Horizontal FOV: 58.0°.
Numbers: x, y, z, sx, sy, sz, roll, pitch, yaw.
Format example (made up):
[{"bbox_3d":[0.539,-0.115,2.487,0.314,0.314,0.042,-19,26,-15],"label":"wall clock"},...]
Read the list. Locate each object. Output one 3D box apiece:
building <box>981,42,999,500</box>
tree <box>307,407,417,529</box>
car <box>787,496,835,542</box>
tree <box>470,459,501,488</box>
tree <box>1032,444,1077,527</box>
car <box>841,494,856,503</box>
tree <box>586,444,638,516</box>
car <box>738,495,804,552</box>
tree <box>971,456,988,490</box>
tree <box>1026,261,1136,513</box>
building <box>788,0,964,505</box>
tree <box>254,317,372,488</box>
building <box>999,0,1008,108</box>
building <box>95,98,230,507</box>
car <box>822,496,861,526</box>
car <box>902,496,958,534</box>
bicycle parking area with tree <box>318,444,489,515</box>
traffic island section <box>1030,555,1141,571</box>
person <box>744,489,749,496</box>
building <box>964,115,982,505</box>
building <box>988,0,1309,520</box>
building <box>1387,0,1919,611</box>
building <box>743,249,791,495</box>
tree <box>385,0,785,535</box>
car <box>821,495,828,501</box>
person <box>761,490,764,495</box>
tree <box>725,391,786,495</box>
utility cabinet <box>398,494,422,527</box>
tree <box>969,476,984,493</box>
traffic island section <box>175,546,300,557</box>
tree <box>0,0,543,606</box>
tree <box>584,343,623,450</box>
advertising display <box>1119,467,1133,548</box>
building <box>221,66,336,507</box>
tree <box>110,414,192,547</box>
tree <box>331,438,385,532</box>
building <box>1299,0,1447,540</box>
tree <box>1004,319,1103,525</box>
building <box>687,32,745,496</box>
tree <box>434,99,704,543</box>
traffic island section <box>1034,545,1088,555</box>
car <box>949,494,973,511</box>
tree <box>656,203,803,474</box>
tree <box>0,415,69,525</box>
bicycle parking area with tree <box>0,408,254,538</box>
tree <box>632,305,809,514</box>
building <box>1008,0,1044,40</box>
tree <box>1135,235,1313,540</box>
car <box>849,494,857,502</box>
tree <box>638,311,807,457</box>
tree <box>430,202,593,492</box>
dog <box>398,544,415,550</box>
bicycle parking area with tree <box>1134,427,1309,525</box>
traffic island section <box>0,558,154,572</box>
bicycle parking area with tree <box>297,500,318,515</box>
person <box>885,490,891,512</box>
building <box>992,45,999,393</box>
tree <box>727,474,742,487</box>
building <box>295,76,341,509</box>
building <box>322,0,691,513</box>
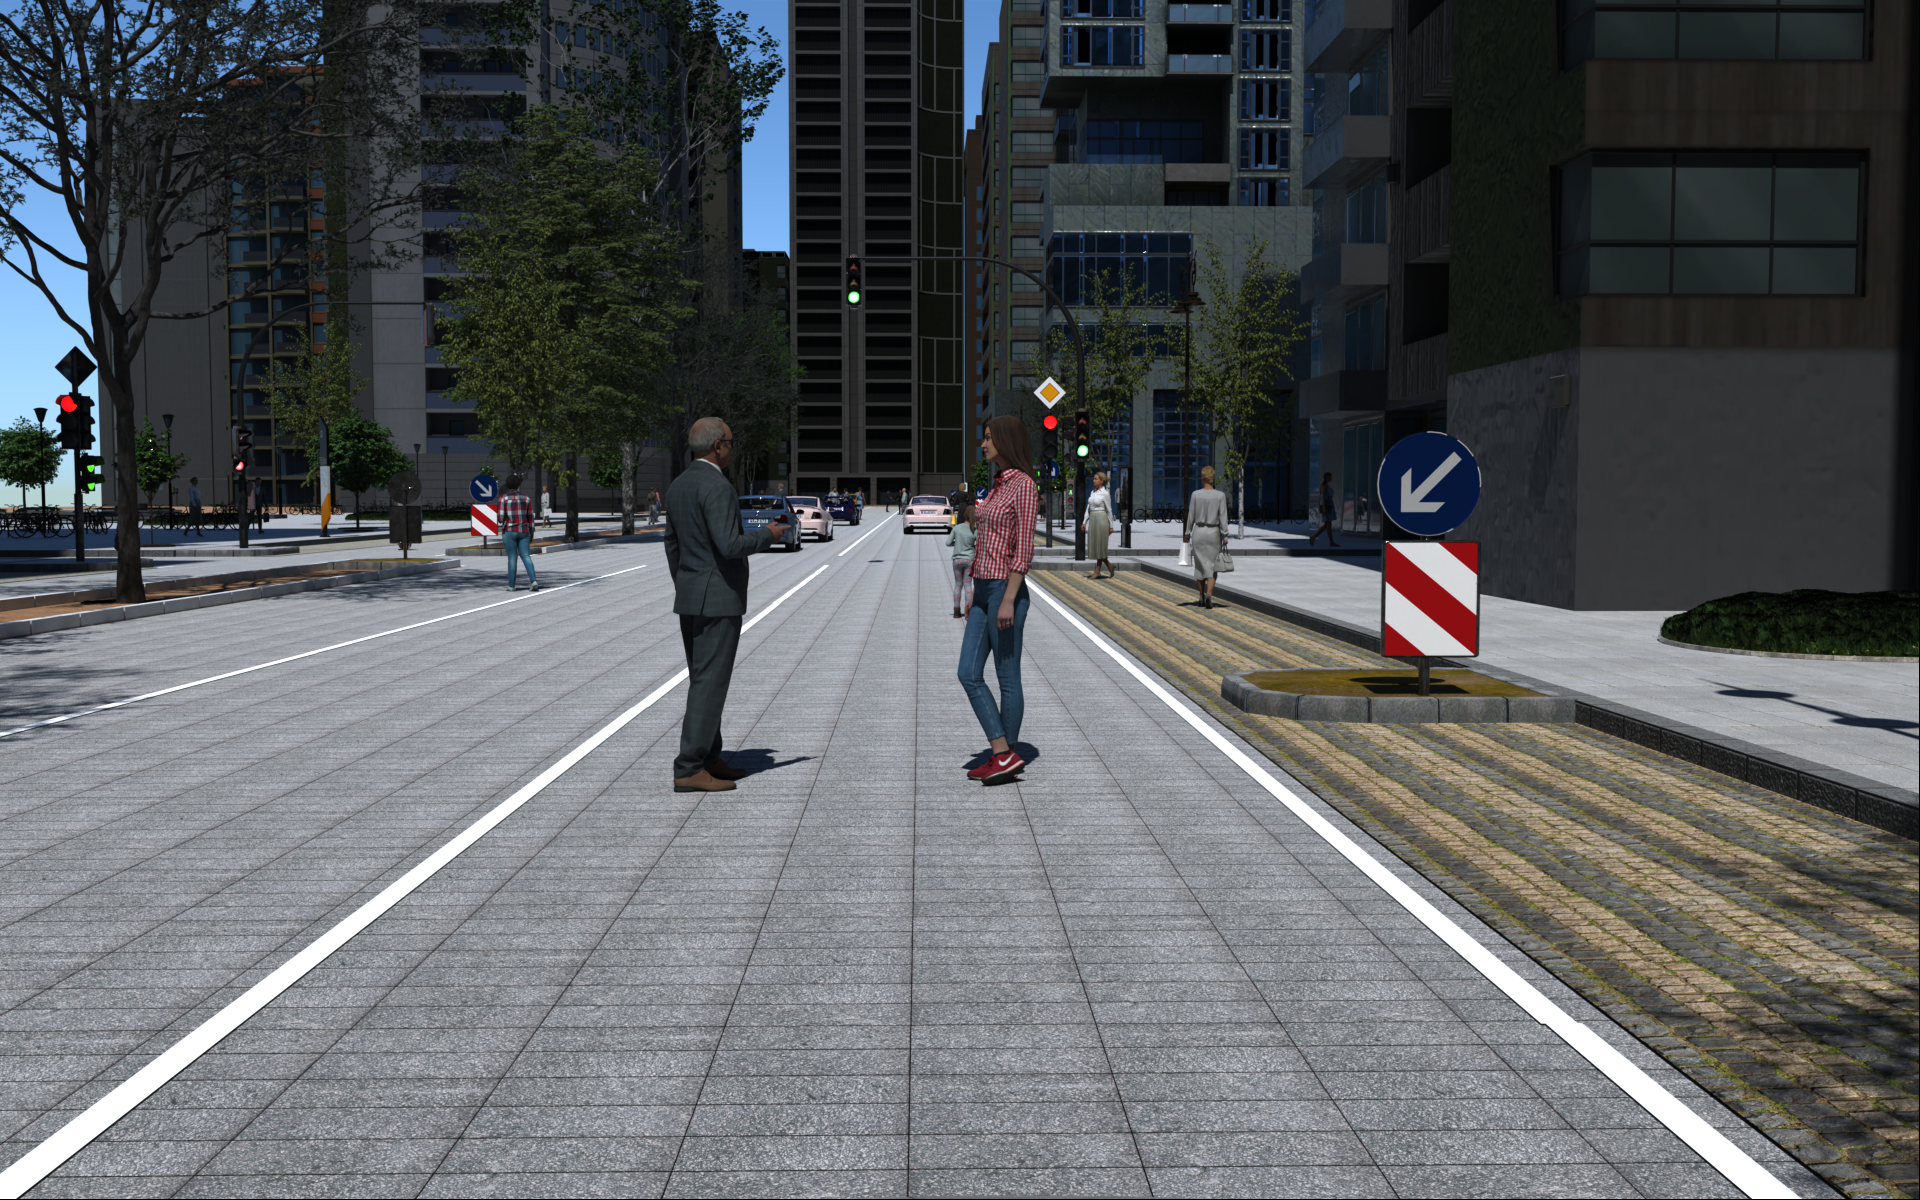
[{"bbox_3d":[13.259,-34.015,179.846,21.300,48.544,21.600,0,4,-1],"label":"building"},{"bbox_3d":[-22.312,-4.928,64.292,4.285,4.588,4.351,0,3,0],"label":"tree"},{"bbox_3d":[-4.881,-2.471,52.769,2.083,1.381,4.827,0,4,-1],"label":"car"},{"bbox_3d":[-26.332,-6.205,96.059,1.663,3.219,1.824,0,3,0],"label":"tree"},{"bbox_3d":[3.933,-4.465,67.608,1.663,3.219,1.824,0,3,0],"label":"tree"},{"bbox_3d":[-10.554,-8.956,158.425,2.014,1.417,4.499,0,3,0],"label":"car"},{"bbox_3d":[-20.599,-7.259,102.391,4.285,4.588,4.351,0,3,0],"label":"tree"},{"bbox_3d":[-4.977,-1.950,43.883,2.014,1.417,4.499,0,4,-2],"label":"car"},{"bbox_3d":[2.496,-8.422,121.412,4.285,4.588,4.351,0,3,0],"label":"tree"},{"bbox_3d":[4.493,-6.386,54.781,4.737,8.622,4.395,0,3,0],"label":"tree"},{"bbox_3d":[-9.763,-47.197,209.928,20.611,71.187,20.563,0,4,-1],"label":"building"},{"bbox_3d":[-26.432,-7.388,71.154,4.737,8.622,4.395,0,3,0],"label":"tree"},{"bbox_3d":[10.526,-30.415,147.401,14.600,45.320,14.200,0,4,-1],"label":"building"},{"bbox_3d":[-80.917,-30.514,182.498,14.086,41.232,14.154,0,4,-1],"label":"building"},{"bbox_3d":[-5.557,-4.089,79.439,1.945,1.354,3.894,0,4,1],"label":"car"},{"bbox_3d":[-1.091,-3.110,63.208,2.083,1.381,4.827,0,4,0],"label":"car"},{"bbox_3d":[-31.216,-7.029,101.928,9.016,4.147,8.231,1,4,14],"label":"bicycle parking area with tree"},{"bbox_3d":[2.337,-0.685,33.474,2.009,0.180,2.903,0,4,-1],"label":"traffic island section"},{"bbox_3d":[-22.351,-10.740,181.629,0.705,1.826,1.348,-2,4,-33],"label":"person"},{"bbox_3d":[7.770,-34.128,208.098,14.200,45.320,14.600,0,4,-1],"label":"building"},{"bbox_3d":[13.426,-48.122,99.472,22.319,86.520,31.000,0,4,-1],"label":"building"},{"bbox_3d":[13.601,-15.496,25.056,14.160,30.474,14.107,0,4,-1],"label":"building"},{"bbox_3d":[-27.032,-26.622,206.971,14.107,30.474,14.160,0,4,-1],"label":"building"},{"bbox_3d":[-12.722,-12.346,60.198,12.611,20.169,13.585,0,3,0],"label":"tree"},{"bbox_3d":[-9.766,-7.439,133.633,2.014,1.417,4.499,0,4,0],"label":"car"},{"bbox_3d":[-18.415,-9.255,160.336,0.721,1.766,1.217,-1,4,-21],"label":"person"},{"bbox_3d":[-12.186,-9.054,100.844,4.360,8.622,3.978,0,3,0],"label":"tree"},{"bbox_3d":[-18.945,-3.114,59.591,0.318,1.500,1.173,1,4,9],"label":"utility cabinet"},{"bbox_3d":[1.649,-10.252,162.218,1.663,3.219,1.824,0,3,0],"label":"tree"},{"bbox_3d":[-16.981,-1.147,41.031,2.009,0.180,2.903,0,4,-1],"label":"traffic island section"},{"bbox_3d":[-10.815,-6.684,22.108,12.009,13.543,11.850,0,3,0],"label":"tree"},{"bbox_3d":[-20.871,-11.342,111.195,9.928,11.665,9.643,0,3,0],"label":"tree"},{"bbox_3d":[3.960,-2.208,41.310,0.123,1.923,0.974,0,4,-7],"label":"advertising display"},{"bbox_3d":[-59.348,-32.042,178.513,28.867,44.769,22.147,0,4,-1],"label":"building"},{"bbox_3d":[-19.809,-2.904,42.081,1.663,3.219,1.824,0,3,0],"label":"tree"},{"bbox_3d":[-20.826,-3.978,59.635,1.663,3.219,1.824,0,3,0],"label":"tree"},{"bbox_3d":[25.628,-26.436,51.840,30.456,49.044,23.786,0,4,-1],"label":"building"},{"bbox_3d":[4.186,-7.436,71.948,4.360,8.622,3.978,0,3,0],"label":"tree"},{"bbox_3d":[-34.136,-34.004,179.668,21.600,48.544,21.300,0,4,-1],"label":"building"},{"bbox_3d":[-11.386,-7.935,50.328,7.486,12.596,7.792,0,3,0],"label":"tree"},{"bbox_3d":[2.156,-1.173,41.458,2.009,0.180,2.903,0,4,-1],"label":"traffic island section"},{"bbox_3d":[0.003,-7.204,127.567,2.009,1.686,4.222,0,4,-2],"label":"car"},{"bbox_3d":[-11.688,-9.786,72.834,12.009,13.543,11.850,0,3,0],"label":"tree"},{"bbox_3d":[-38.992,-5.418,72.292,4.285,4.588,4.351,0,3,0],"label":"tree"},{"bbox_3d":[-29.399,-4.463,59.970,9.016,4.147,8.231,3,4,37],"label":"bicycle parking area with tree"},{"bbox_3d":[-11.922,-10.075,92.933,9.928,11.665,9.643,0,3,0],"label":"tree"},{"bbox_3d":[10.586,-27.511,133.407,14.154,41.232,14.086,0,4,-1],"label":"building"},{"bbox_3d":[7.678,-6.008,48.588,4.737,8.622,4.395,0,3,0],"label":"tree"},{"bbox_3d":[-11.026,-10.406,180.368,2.015,1.641,3.980,0,4,0],"label":"car"},{"bbox_3d":[-11.427,-8.927,82.818,8.767,10.594,7.601,0,4,-1],"label":"tree"},{"bbox_3d":[-10.984,-5.503,42.796,4.737,8.622,4.395,0,3,0],"label":"tree"},{"bbox_3d":[-14.097,-1.679,44.290,0.513,0.831,0.800,1,4,11],"label":"dog"},{"bbox_3d":[12.733,-5.465,76.350,9.016,4.147,8.231,-1,4,-10],"label":"bicycle parking area with tree"},{"bbox_3d":[-16.800,-0.659,33.048,2.009,0.180,2.903,0,4,-1],"label":"traffic island section"},{"bbox_3d":[-42.553,-7.398,107.958,9.016,4.147,8.231,0,4,-7],"label":"bicycle parking area with tree"},{"bbox_3d":[-5.645,-7.860,137.462,0.568,1.767,0.683,-1,4,-20],"label":"person"},{"bbox_3d":[9.910,-29.259,161.981,14.154,41.232,14.086,0,4,-1],"label":"building"},{"bbox_3d":[-22.072,-10.548,167.065,1.663,3.219,1.824,0,3,0],"label":"tree"},{"bbox_3d":[-39.081,-28.345,155.320,32.217,40.220,23.993,0,4,-1],"label":"building"},{"bbox_3d":[-32.612,-35.893,128.847,21.231,58.520,28.212,0,4,-1],"label":"building"}]
